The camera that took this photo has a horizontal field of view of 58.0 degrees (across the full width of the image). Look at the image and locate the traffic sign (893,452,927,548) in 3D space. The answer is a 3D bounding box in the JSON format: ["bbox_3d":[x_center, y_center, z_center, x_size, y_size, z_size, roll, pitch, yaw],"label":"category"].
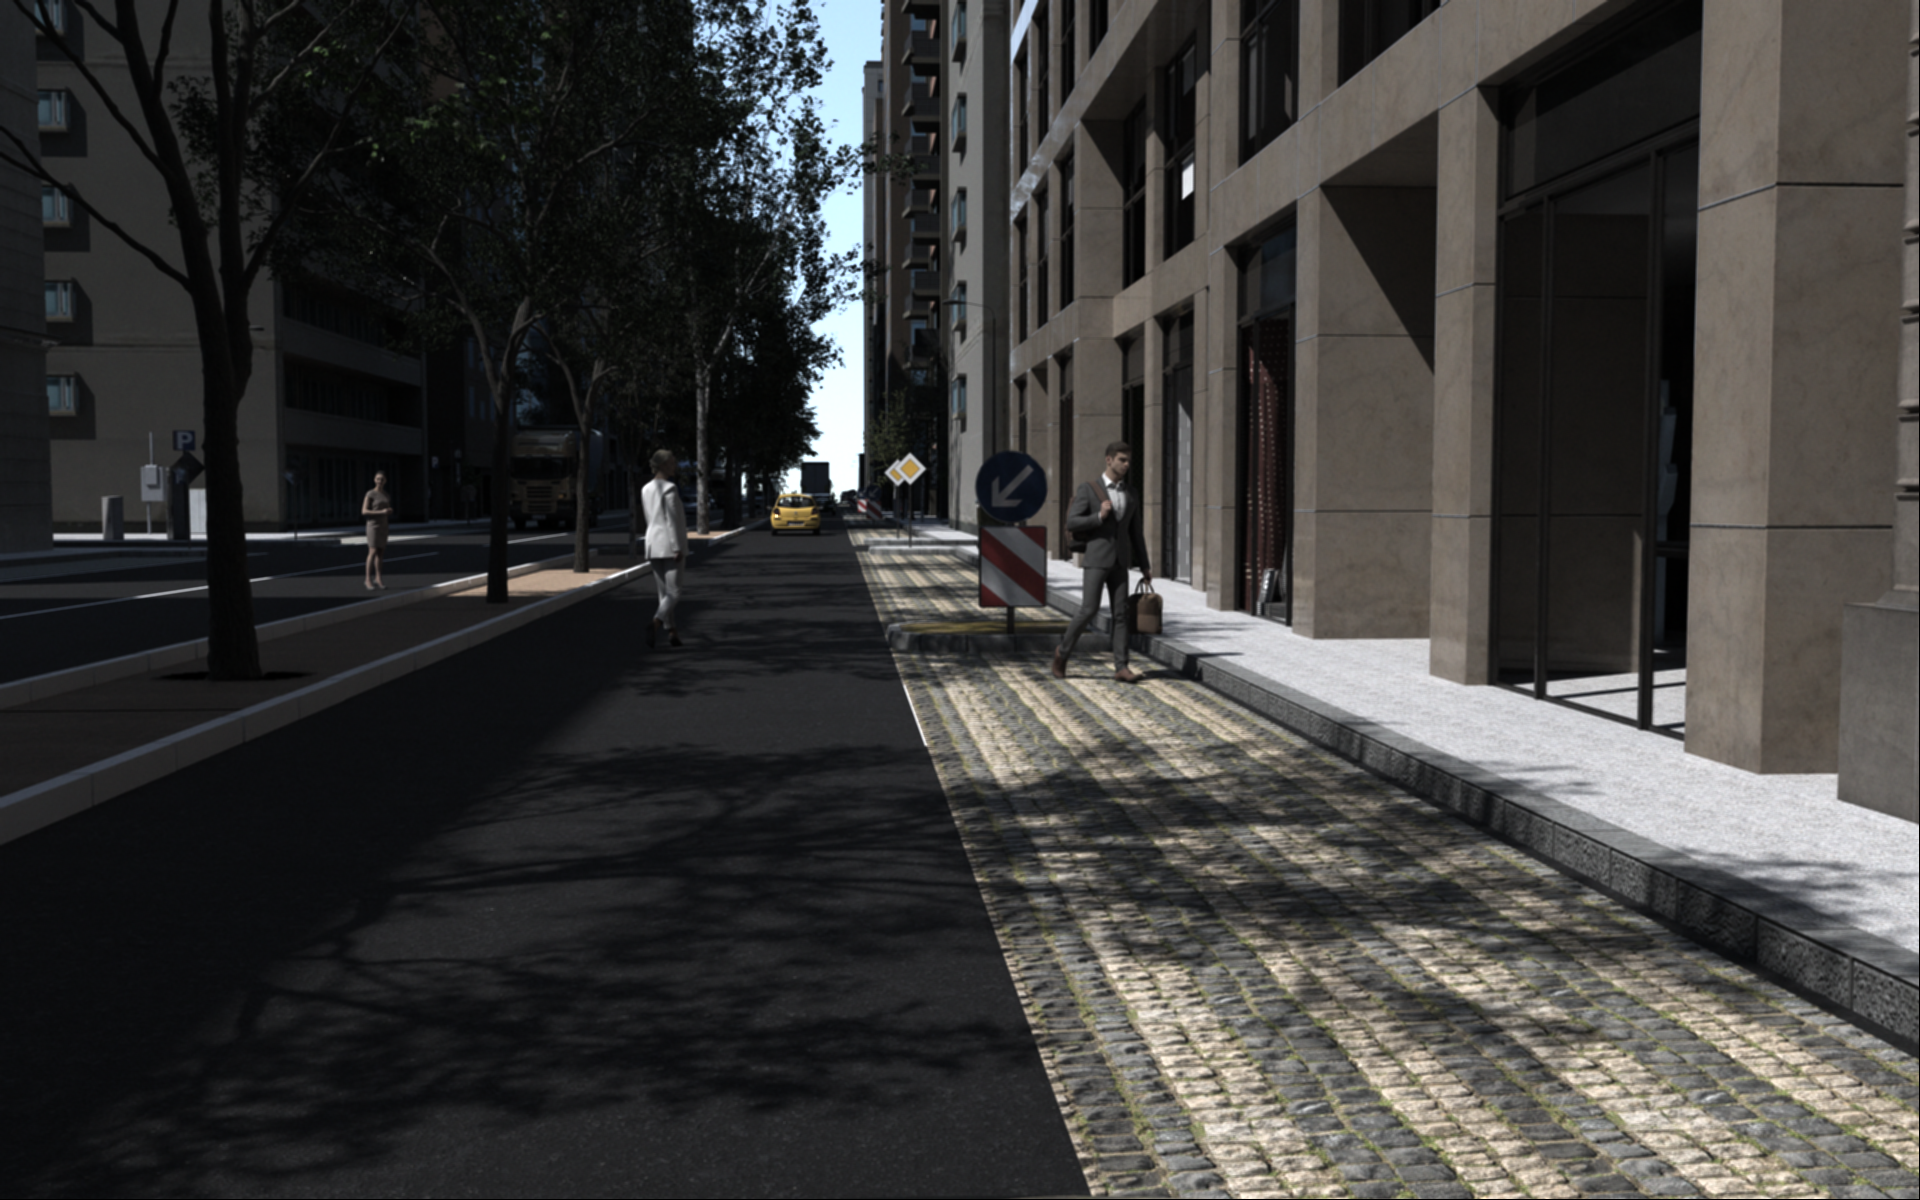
[{"bbox_3d":[-1.195,-2.314,41.483,0.795,2.450,0.064,0,4,-4],"label":"traffic sign"}]

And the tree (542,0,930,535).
[{"bbox_3d":[-7.728,-12.293,59.339,12.611,20.169,13.585,0,3,0],"label":"tree"}]

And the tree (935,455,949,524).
[{"bbox_3d":[-0.199,-4.913,74.929,1.663,3.219,1.824,0,3,0],"label":"tree"}]

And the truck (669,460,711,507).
[{"bbox_3d":[-22.210,-9.361,142.812,2.967,4.110,18.799,0,4,-6],"label":"truck"}]

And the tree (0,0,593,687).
[{"bbox_3d":[-5.722,-5.194,13.141,9.928,11.665,9.643,0,3,0],"label":"tree"}]

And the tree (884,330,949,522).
[{"bbox_3d":[-1.670,-7.837,78.501,4.360,8.622,3.978,0,3,0],"label":"tree"}]

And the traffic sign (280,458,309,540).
[{"bbox_3d":[-18.525,-2.729,48.257,0.795,2.450,0.064,0,4,-4],"label":"traffic sign"}]

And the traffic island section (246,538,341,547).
[{"bbox_3d":[-18.548,-1.592,48.317,2.009,0.180,2.903,0,4,-4],"label":"traffic island section"}]

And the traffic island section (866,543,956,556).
[{"bbox_3d":[-1.172,-1.179,41.562,2.009,0.180,2.903,0,4,-4],"label":"traffic island section"}]

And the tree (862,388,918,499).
[{"bbox_3d":[-4.577,-10.331,119.280,4.737,8.622,4.395,0,3,0],"label":"tree"}]

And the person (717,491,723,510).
[{"bbox_3d":[-21.215,-8.801,153.313,0.541,1.710,0.530,-1,4,-21],"label":"person"}]

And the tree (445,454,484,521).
[{"bbox_3d":[-23.856,-5.476,84.134,1.663,3.219,1.824,0,3,0],"label":"tree"}]

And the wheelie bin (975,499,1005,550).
[{"bbox_3d":[0.709,-1.886,38.750,0.693,1.594,0.980,0,4,-7],"label":"wheelie bin"}]

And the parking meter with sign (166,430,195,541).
[{"bbox_3d":[-21.771,-3.179,48.237,0.543,3.016,1.738,-3,4,-37],"label":"parking meter with sign"}]

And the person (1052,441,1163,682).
[{"bbox_3d":[1.115,-0.290,13.199,0.622,1.834,0.822,-3,4,-37],"label":"person"}]

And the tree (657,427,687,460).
[{"bbox_3d":[-31.744,-17.133,198.256,7.486,12.596,7.792,0,3,0],"label":"tree"}]

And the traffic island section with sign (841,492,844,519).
[{"bbox_3d":[-5.661,-5.516,98.821,1.989,1.847,2.006,0,4,-4],"label":"traffic island section with sign"}]

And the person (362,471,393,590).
[{"bbox_3d":[-8.749,-1.054,26.074,0.374,1.781,0.599,2,4,28],"label":"person"}]

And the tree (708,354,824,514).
[{"bbox_3d":[-13.334,-12.235,120.624,7.486,12.596,7.792,0,3,0],"label":"tree"}]

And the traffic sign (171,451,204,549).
[{"bbox_3d":[-17.947,-2.242,40.293,0.795,2.450,0.064,0,4,-4],"label":"traffic sign"}]

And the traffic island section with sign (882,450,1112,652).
[{"bbox_3d":[0.310,-0.483,16.520,1.989,1.847,2.006,0,4,-4],"label":"traffic island section with sign"}]

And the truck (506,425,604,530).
[{"bbox_3d":[-16.902,-5.128,72.759,2.839,4.237,11.283,0,4,-5],"label":"truck"}]

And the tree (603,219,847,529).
[{"bbox_3d":[-9.438,-9.248,70.662,9.611,12.733,9.660,0,3,0],"label":"tree"}]

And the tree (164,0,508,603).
[{"bbox_3d":[-6.059,-5.208,22.020,8.767,10.594,7.601,0,4,-4],"label":"tree"}]

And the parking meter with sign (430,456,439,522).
[{"bbox_3d":[-25.069,-5.142,80.336,1.738,3.016,0.543,1,4,18],"label":"parking meter with sign"}]

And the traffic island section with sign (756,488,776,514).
[{"bbox_3d":[-13.509,-7.066,123.672,2.006,1.907,1.989,0,4,-4],"label":"traffic island section with sign"}]

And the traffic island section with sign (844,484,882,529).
[{"bbox_3d":[-3.707,-3.872,71.936,1.989,1.847,2.006,0,4,-4],"label":"traffic island section with sign"}]

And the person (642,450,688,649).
[{"bbox_3d":[-2.759,-0.466,15.996,0.514,1.842,0.818,1,4,23],"label":"person"}]

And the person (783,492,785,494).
[{"bbox_3d":[-19.919,-11.427,196.256,0.530,1.710,0.541,1,4,12],"label":"person"}]

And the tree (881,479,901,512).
[{"bbox_3d":[-4.928,-8.123,127.405,1.663,3.219,1.824,0,3,0],"label":"tree"}]

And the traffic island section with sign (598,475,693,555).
[{"bbox_3d":[-7.536,-2.031,41.342,2.006,1.907,1.989,0,4,-4],"label":"traffic island section with sign"}]

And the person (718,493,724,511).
[{"bbox_3d":[-19.065,-8.100,141.020,1.350,1.814,0.705,0,4,7],"label":"person"}]

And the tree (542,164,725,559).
[{"bbox_3d":[-7.157,-5.182,37.553,4.360,8.622,3.978,0,3,0],"label":"tree"}]

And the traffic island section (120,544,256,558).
[{"bbox_3d":[-17.970,-1.105,40.353,2.009,0.180,2.903,0,4,-4],"label":"traffic island section"}]

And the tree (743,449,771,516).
[{"bbox_3d":[-12.739,-9.880,114.358,4.737,8.622,4.395,0,3,0],"label":"tree"}]

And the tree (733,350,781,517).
[{"bbox_3d":[-10.235,-7.645,77.820,4.360,8.622,3.978,0,3,0],"label":"tree"}]

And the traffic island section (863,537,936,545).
[{"bbox_3d":[-1.750,-1.666,49.527,2.009,0.180,2.903,0,4,-4],"label":"traffic island section"}]

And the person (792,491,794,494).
[{"bbox_3d":[-19.358,-11.640,199.531,0.721,1.743,1.217,3,5,39],"label":"person"}]

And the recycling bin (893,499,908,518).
[{"bbox_3d":[-3.273,-5.050,95.118,0.722,1.027,0.722,-1,4,-13],"label":"recycling bin"}]

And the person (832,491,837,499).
[{"bbox_3d":[-19.065,-15.435,260.877,0.705,1.823,1.348,3,5,44],"label":"person"}]

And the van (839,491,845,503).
[{"bbox_3d":[-17.558,-15.826,265.769,2.013,2.044,4.112,0,4,-5],"label":"van"}]

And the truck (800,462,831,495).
[{"bbox_3d":[-13.034,-10.232,156.209,2.839,4.237,11.283,0,4,-5],"label":"truck"}]

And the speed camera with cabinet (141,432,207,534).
[{"bbox_3d":[-25.106,-3.744,55.556,2.038,3.252,0.660,0,4,-5],"label":"speed camera with cabinet"}]

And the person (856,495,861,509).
[{"bbox_3d":[-8.950,-8.845,153.667,0.990,1.755,0.434,-2,4,-28],"label":"person"}]

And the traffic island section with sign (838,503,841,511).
[{"bbox_3d":[-9.328,-8.604,149.297,1.989,1.847,2.006,0,4,-4],"label":"traffic island section with sign"}]

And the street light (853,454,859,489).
[{"bbox_3d":[-11.356,-13.962,200.819,1.470,5.913,1.316,0,4,-4],"label":"street light"}]

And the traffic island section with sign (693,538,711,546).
[{"bbox_3d":[-8.062,-2.483,48.730,2.006,1.907,1.989,0,4,-4],"label":"traffic island section with sign"}]

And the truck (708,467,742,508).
[{"bbox_3d":[-24.390,-11.706,180.302,2.839,4.237,11.283,0,4,-3],"label":"truck"}]

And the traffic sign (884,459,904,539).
[{"bbox_3d":[-1.773,-2.802,49.448,0.795,2.450,0.064,0,4,-4],"label":"traffic sign"}]

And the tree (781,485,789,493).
[{"bbox_3d":[-12.309,-9.513,108.356,4.360,8.622,3.978,0,3,0],"label":"tree"}]

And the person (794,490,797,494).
[{"bbox_3d":[-17.408,-10.770,184.456,0.599,1.838,0.709,0,4,-1],"label":"person"}]

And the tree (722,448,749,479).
[{"bbox_3d":[-37.704,-22.759,282.477,12.009,13.543,11.850,0,3,0],"label":"tree"}]

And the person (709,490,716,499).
[{"bbox_3d":[-24.823,-10.071,172.797,0.705,1.869,1.348,2,4,26],"label":"person"}]

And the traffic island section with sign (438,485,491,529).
[{"bbox_3d":[-20.201,-3.815,71.002,1.989,1.847,2.006,0,4,-4],"label":"traffic island section with sign"}]
